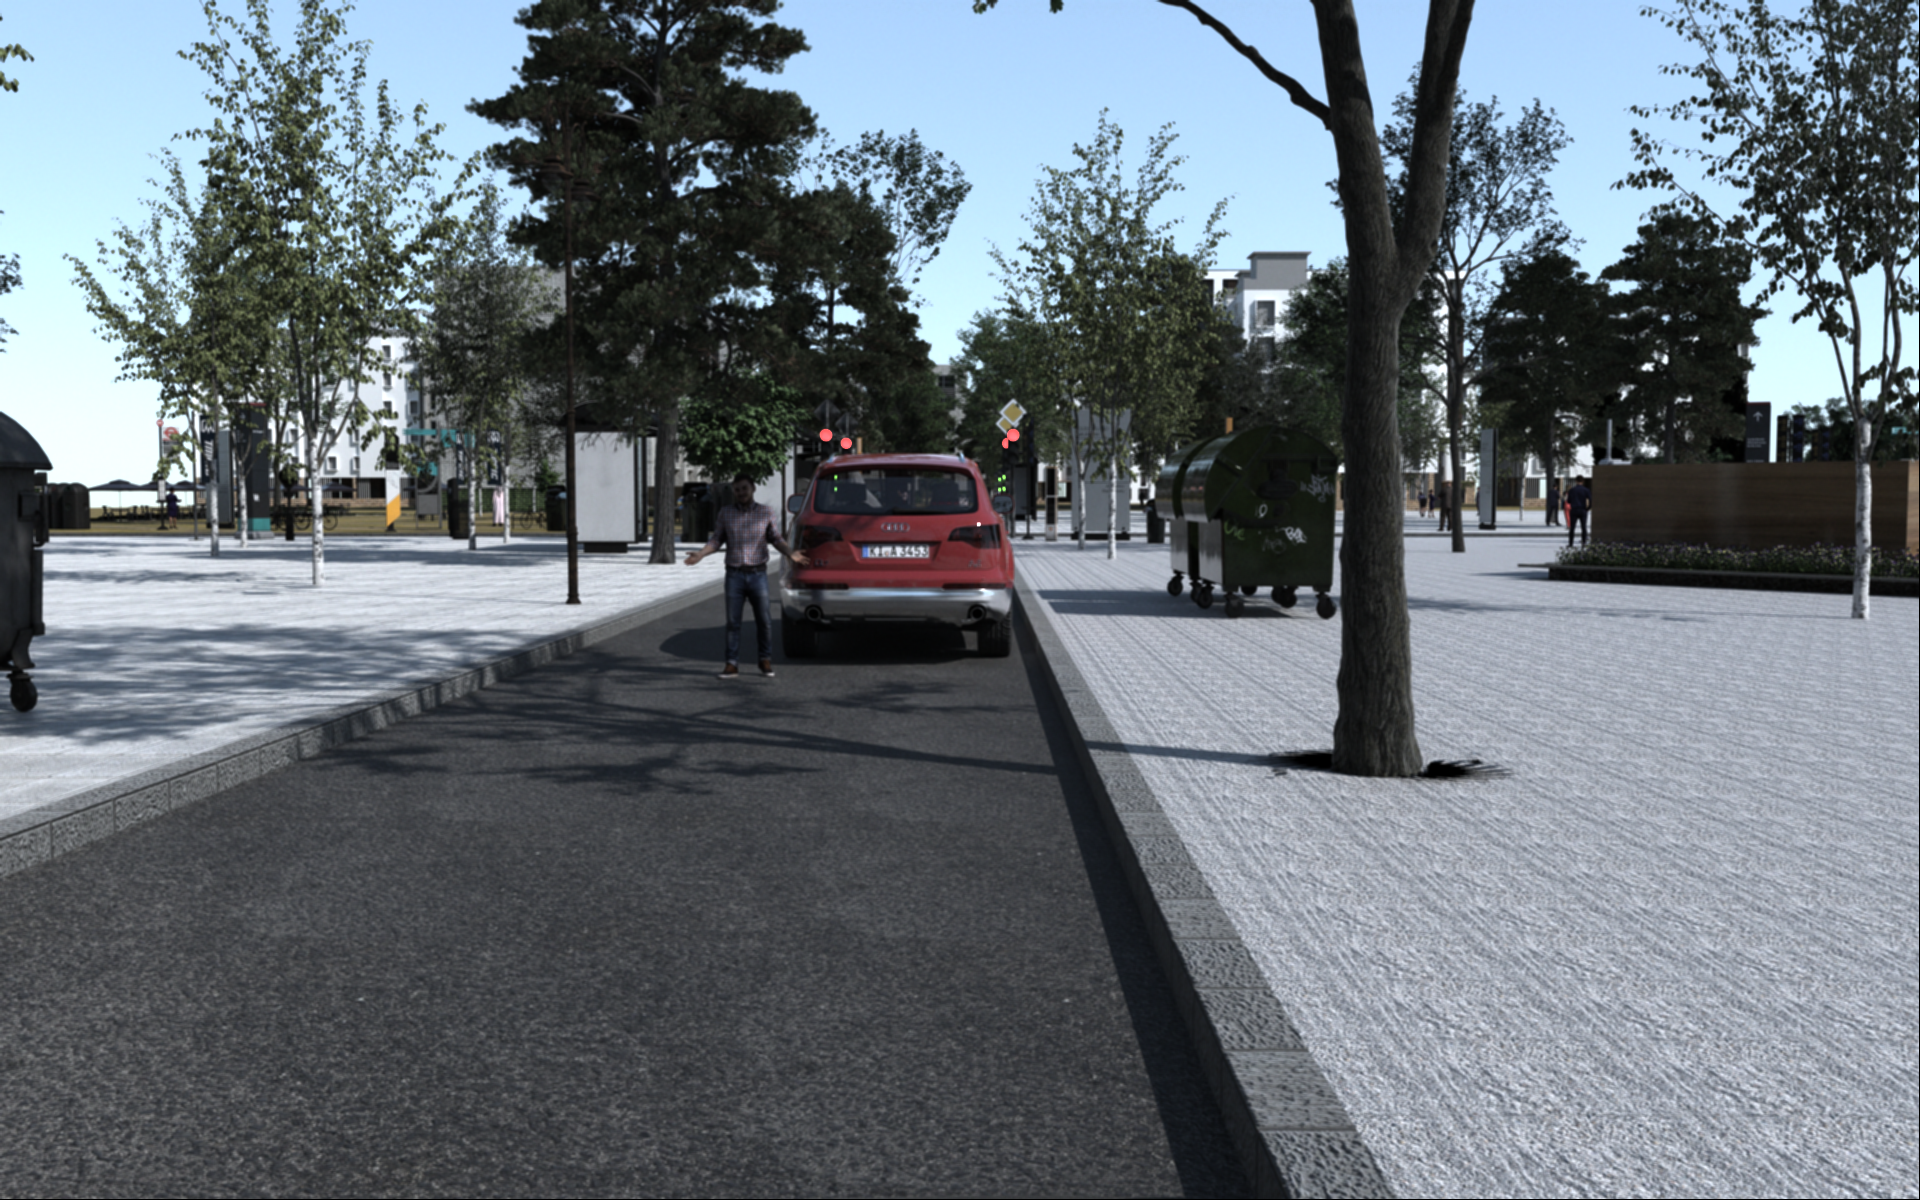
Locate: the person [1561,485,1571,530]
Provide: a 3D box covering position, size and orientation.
[{"bbox_3d":[21.851,-3.337,62.303,0.593,1.614,0.444,-1,4,-12],"label":"person"}]

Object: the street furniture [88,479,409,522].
[{"bbox_3d":[-41.520,-5.414,93.550,14.083,1.986,27.439,1,4,10],"label":"street furniture"}]

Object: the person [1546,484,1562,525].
[{"bbox_3d":[24.219,-3.890,70.571,0.530,1.710,0.541,-2,4,-26],"label":"person"}]

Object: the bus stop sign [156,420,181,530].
[{"bbox_3d":[-28.418,-4.492,62.155,0.855,3.939,0.416,-2,4,-28],"label":"bus stop sign"}]

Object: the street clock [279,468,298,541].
[{"bbox_3d":[-18.455,-2.634,47.642,0.471,2.002,0.358,0,4,-7],"label":"street clock"}]

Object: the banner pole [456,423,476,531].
[{"bbox_3d":[-17.135,-4.272,59.862,0.401,3.779,0.863,2,4,25],"label":"banner pole"}]

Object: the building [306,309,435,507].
[{"bbox_3d":[-60.173,-20.012,183.621,11.380,20.091,16.016,0,4,0],"label":"building"}]

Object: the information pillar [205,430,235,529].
[{"bbox_3d":[-27.368,-4.446,64.009,1.656,3.620,0.184,3,4,36],"label":"information pillar"}]

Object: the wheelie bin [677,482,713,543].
[{"bbox_3d":[-6.942,-2.309,45.658,0.980,1.594,0.693,-2,4,-32],"label":"wheelie bin"}]

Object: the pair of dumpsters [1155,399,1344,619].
[{"bbox_3d":[3.241,-1.056,19.764,1.574,2.255,4.436,0,4,0],"label":"pair of dumpsters"}]

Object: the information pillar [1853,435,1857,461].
[{"bbox_3d":[30.524,-4.126,58.818,0.504,3.616,0.183,-1,4,-22],"label":"information pillar"}]

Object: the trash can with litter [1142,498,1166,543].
[{"bbox_3d":[5.062,-2.070,45.232,0.624,1.170,1.055,0,4,4],"label":"trash can with litter"}]

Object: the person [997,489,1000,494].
[{"bbox_3d":[4.080,-11.374,191.877,0.599,1.838,0.709,-1,4,-18],"label":"person"}]

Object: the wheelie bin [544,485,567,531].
[{"bbox_3d":[-13.905,-3.172,59.776,0.980,1.594,0.693,1,4,9],"label":"wheelie bin"}]

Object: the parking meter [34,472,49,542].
[{"bbox_3d":[-24.396,-2.463,45.978,0.255,1.863,0.399,-1,4,-11],"label":"parking meter"}]

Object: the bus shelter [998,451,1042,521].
[{"bbox_3d":[2.871,-5.506,83.954,2.014,3.302,5.546,0,4,1],"label":"bus shelter"}]

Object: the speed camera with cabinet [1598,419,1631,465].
[{"bbox_3d":[17.512,-3.115,45.270,0.660,3.252,2.038,-1,4,-13],"label":"speed camera with cabinet"}]

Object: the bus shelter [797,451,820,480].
[{"bbox_3d":[-8.510,-6.553,98.431,1.731,3.624,6.357,0,4,0],"label":"bus shelter"}]

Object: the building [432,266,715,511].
[{"bbox_3d":[-32.262,-17.353,150.174,16.747,18.905,31.486,0,4,0],"label":"building"}]

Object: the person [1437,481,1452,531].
[{"bbox_3d":[16.842,-3.264,60.093,0.565,1.739,0.600,-3,5,-42],"label":"person"}]

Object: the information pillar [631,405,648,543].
[{"bbox_3d":[-8.715,-3.373,46.462,0.184,3.620,1.656,-2,4,-27],"label":"information pillar"}]

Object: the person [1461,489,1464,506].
[{"bbox_3d":[19.591,-3.763,68.383,0.431,1.722,0.655,-1,4,-12],"label":"person"}]

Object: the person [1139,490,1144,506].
[{"bbox_3d":[18.929,-10.659,180.864,0.434,1.755,0.990,3,4,38],"label":"person"}]

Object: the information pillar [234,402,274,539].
[{"bbox_3d":[-20.127,-3.664,49.290,0.750,3.857,0.750,2,4,27],"label":"information pillar"}]

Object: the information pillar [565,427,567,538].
[{"bbox_3d":[-10.733,-3.617,50.456,1.656,3.620,0.184,-3,5,-45],"label":"information pillar"}]

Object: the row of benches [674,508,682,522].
[{"bbox_3d":[-12.576,-3.949,80.035,1.422,0.672,4.104,1,4,11],"label":"row of benches"}]

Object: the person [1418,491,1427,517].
[{"bbox_3d":[26.108,-5.419,97.876,0.421,1.427,0.697,-1,4,-10],"label":"person"}]

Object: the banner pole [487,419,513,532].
[{"bbox_3d":[-15.396,-4.150,57.866,0.863,3.779,0.401,-2,4,-27],"label":"banner pole"}]

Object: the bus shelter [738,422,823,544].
[{"bbox_3d":[-4.963,-3.249,47.047,2.014,3.302,5.546,0,4,0],"label":"bus shelter"}]

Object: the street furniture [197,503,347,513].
[{"bbox_3d":[-48.265,-6.436,120.862,10.072,0.657,5.734,-1,4,-9],"label":"street furniture"}]

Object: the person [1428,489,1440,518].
[{"bbox_3d":[25.762,-5.249,94.234,0.546,1.535,0.453,-1,4,-18],"label":"person"}]

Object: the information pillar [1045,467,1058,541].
[{"bbox_3d":[2.497,-2.611,47.190,0.304,2.012,0.304,1,4,12],"label":"information pillar"}]

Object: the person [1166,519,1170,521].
[{"bbox_3d":[9.813,-4.506,81.985,0.482,1.546,0.388,0,4,-3],"label":"person"}]

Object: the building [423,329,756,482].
[{"bbox_3d":[-38.253,-19.348,182.790,31.486,18.905,16.747,0,4,0],"label":"building"}]

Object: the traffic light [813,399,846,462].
[{"bbox_3d":[-3.844,-3.735,50.318,0.839,4.213,0.868,0,4,0],"label":"traffic light"}]

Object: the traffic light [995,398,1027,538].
[{"bbox_3d":[1.517,-3.734,50.295,0.839,4.213,0.868,0,4,0],"label":"traffic light"}]

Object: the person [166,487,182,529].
[{"bbox_3d":[-28.984,-3.391,63.851,0.453,1.535,0.546,-1,4,-11],"label":"person"}]

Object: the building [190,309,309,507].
[{"bbox_3d":[-72.273,-19.994,183.316,11.380,20.091,16.016,0,4,0],"label":"building"}]

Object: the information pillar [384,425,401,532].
[{"bbox_3d":[-19.307,-4.130,58.877,0.504,3.616,0.183,-3,4,-36],"label":"information pillar"}]

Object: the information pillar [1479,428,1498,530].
[{"bbox_3d":[19.062,-4.354,62.506,0.184,3.620,1.656,0,4,2],"label":"information pillar"}]

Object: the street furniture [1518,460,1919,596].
[{"bbox_3d":[12.513,-1.074,24.420,9.812,1.723,11.010,-3,4,-36],"label":"street furniture"}]

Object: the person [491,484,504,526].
[{"bbox_3d":[-18.325,-3.799,68.826,0.551,1.740,0.621,-3,4,-37],"label":"person"}]

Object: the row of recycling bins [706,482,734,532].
[{"bbox_3d":[-8.220,-3.189,59.248,1.069,1.692,3.534,-2,4,-31],"label":"row of recycling bins"}]

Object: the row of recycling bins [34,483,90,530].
[{"bbox_3d":[-33.268,-3.468,63.819,3.534,1.692,1.069,2,4,34],"label":"row of recycling bins"}]

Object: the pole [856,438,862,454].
[{"bbox_3d":[-3.649,-4.207,62.629,0.158,3.312,0.155,0,3,0],"label":"pole"}]

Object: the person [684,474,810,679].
[{"bbox_3d":[-1.673,-0.186,13.499,0.963,1.587,0.435,-1,4,-12],"label":"person"}]

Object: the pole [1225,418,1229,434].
[{"bbox_3d":[7.175,-3.209,46.317,0.158,3.312,0.155,0,3,0],"label":"pole"}]

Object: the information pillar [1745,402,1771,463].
[{"bbox_3d":[22.534,-3.645,48.981,0.750,3.857,0.750,2,4,25],"label":"information pillar"}]

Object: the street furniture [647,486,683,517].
[{"bbox_3d":[-15.763,-5.705,100.128,11.010,1.723,9.812,2,4,34],"label":"street furniture"}]

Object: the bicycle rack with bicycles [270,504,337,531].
[{"bbox_3d":[-23.953,-2.927,61.237,2.925,0.926,2.852,1,4,12],"label":"bicycle rack with bicycles"}]

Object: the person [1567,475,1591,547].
[{"bbox_3d":[14.883,-2.132,41.614,0.576,1.737,0.504,1,4,15],"label":"person"}]

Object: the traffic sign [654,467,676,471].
[{"bbox_3d":[-10.460,-3.748,61.382,0.768,2.556,0.104,0,4,5],"label":"traffic sign"}]

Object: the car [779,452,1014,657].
[{"bbox_3d":[-0.582,-0.495,16.762,2.281,1.827,5.304,0,4,-1],"label":"car"}]

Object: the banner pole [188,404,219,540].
[{"bbox_3d":[-21.025,-3.555,48.138,0.863,3.779,0.401,-2,4,-24],"label":"banner pole"}]

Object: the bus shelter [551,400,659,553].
[{"bbox_3d":[-7.722,-2.812,39.902,2.014,3.302,5.546,0,4,0],"label":"bus shelter"}]

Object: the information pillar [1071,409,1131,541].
[{"bbox_3d":[3.898,-3.464,47.956,1.656,3.620,0.184,1,4,19],"label":"information pillar"}]

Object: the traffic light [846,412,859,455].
[{"bbox_3d":[-3.787,-4.224,58.302,0.839,4.213,0.868,0,4,0],"label":"traffic light"}]

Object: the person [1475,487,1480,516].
[{"bbox_3d":[30.978,-5.897,103.384,0.541,1.710,0.530,-1,4,-23],"label":"person"}]

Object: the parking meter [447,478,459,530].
[{"bbox_3d":[-18.076,-3.429,61.775,0.399,1.863,0.255,3,5,41],"label":"parking meter"}]

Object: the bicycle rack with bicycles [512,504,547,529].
[{"bbox_3d":[-15.034,-3.091,63.914,2.852,0.926,2.925,1,4,21],"label":"bicycle rack with bicycles"}]
